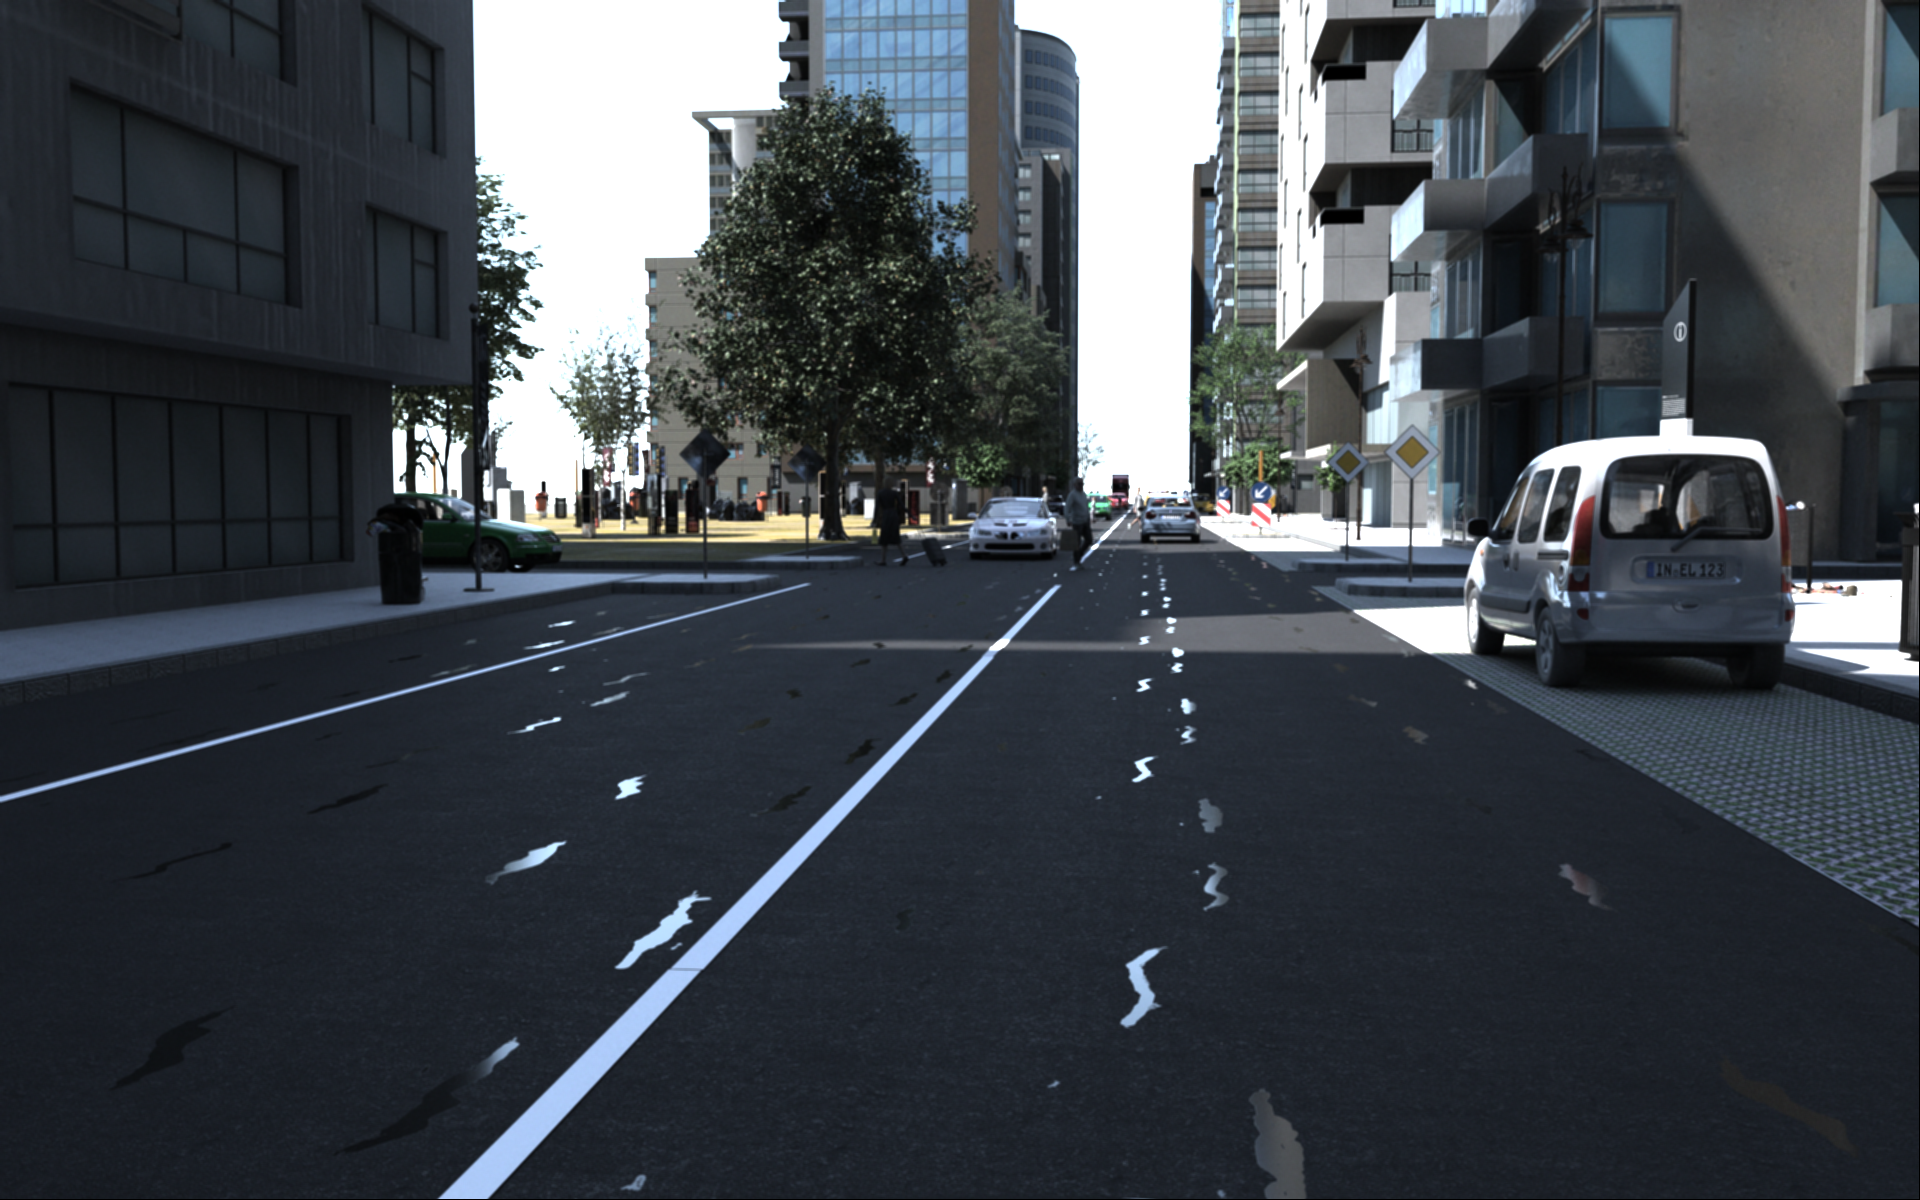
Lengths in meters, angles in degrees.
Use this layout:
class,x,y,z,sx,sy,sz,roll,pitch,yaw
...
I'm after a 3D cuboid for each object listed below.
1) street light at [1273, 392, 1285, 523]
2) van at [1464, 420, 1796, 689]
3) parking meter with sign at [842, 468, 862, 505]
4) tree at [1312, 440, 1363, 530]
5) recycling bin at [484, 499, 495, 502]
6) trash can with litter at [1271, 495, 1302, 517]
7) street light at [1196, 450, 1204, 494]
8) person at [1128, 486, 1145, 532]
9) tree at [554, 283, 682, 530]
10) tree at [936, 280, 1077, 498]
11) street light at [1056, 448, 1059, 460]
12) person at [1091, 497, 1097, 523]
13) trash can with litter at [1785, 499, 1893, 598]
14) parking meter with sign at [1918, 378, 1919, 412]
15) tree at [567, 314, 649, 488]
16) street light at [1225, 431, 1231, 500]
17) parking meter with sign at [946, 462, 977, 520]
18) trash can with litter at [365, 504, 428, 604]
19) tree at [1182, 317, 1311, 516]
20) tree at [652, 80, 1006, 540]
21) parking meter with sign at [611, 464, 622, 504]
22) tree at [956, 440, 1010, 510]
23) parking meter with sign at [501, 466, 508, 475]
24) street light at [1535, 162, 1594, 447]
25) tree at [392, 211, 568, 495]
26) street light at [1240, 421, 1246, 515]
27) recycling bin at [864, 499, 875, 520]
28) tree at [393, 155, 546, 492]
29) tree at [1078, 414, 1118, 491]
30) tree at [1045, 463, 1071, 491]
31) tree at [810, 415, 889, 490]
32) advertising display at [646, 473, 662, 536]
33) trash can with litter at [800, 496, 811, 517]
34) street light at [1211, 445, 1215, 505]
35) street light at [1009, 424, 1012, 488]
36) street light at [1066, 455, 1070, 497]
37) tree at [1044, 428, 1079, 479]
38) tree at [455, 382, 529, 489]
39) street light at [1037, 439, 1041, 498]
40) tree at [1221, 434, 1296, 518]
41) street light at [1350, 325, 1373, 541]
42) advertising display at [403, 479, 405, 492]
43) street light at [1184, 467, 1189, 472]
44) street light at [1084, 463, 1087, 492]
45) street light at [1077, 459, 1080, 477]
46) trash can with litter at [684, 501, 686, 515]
class,x,y,z,sx,sy,sz,roll,pitch,yaw
street light,14.270,-6.398,77.401,0.468,5.910,1.993,0,4,6
van,5.269,-0.432,14.082,2.013,2.044,4.112,0,4,5
parking meter with sign,-6.659,-6.972,110.249,1.738,3.016,0.543,2,4,33
tree,13.433,-4.148,62.417,1.663,3.219,1.824,0,3,0
recycling bin,-26.851,-5.274,98.787,0.722,1.027,0.722,-3,5,-42
trash can with litter,18.581,-5.362,98.734,1.678,1.210,2.233,0,4,7
street light,25.548,-12.876,183.317,0.468,5.910,1.993,0,4,6
person,6.765,-3.469,65.965,0.760,1.731,0.466,1,4,16
tree,-11.877,-6.777,61.162,4.360,8.622,3.978,0,3,0
tree,2.007,-11.986,102.634,9.857,13.997,8.962,0,3,0
street light,9.543,-12.078,170.264,0.468,5.910,1.993,0,4,6
person,6.582,-4.468,85.826,0.394,1.301,0.425,1,4,12
trash can with litter,10.967,-0.689,22.318,1.678,1.210,2.233,-1,4,-14
parking meter with sign,14.244,-1.725,24.462,0.543,3.016,1.738,0,4,1
tree,-15.271,-7.423,71.724,4.737,8.622,4.395,0,3,0
street light,19.165,-9.256,124.120,0.468,5.910,1.993,0,4,6
parking meter with sign,0.012,-5.451,85.385,1.738,3.016,0.543,-3,4,-37
trash can with litter,-6.630,-0.555,20.456,0.624,1.170,1.055,-1,4,-12
tree,16.798,-10.699,100.678,9.928,11.665,9.643,0,3,0
tree,-3.566,-8.026,48.230,9.611,12.733,9.660,0,3,0
parking meter with sign,-19.027,-6.085,95.743,0.543,3.016,1.738,-2,4,-29
tree,1.193,-6.821,95.234,4.285,4.588,4.351,0,3,0
parking meter with sign,-28.331,-6.782,107.146,0.543,3.016,1.738,-1,4,-9
street light,8.521,-3.167,24.572,0.468,5.910,1.993,0,4,6
tree,-12.090,-5.463,39.685,4.737,8.622,4.395,0,3,0
street light,17.381,-8.205,106.938,0.468,5.910,1.993,0,4,6
recycling bin,-4.373,-4.553,86.987,0.722,1.027,0.722,1,4,11
tree,-15.499,-8.066,50.005,7.486,12.596,7.792,0,3,0
tree,19.041,-21.737,265.762,12.009,13.543,11.850,0,3,0
tree,9.872,-12.006,180.007,4.285,4.588,4.351,0,3,0
tree,-4.122,-8.097,82.745,4.360,8.622,3.978,0,3,0
advertising display,-9.535,-2.981,53.958,0.123,1.923,0.974,-2,4,-32
trash can with litter,-8.550,-5.172,95.956,0.624,1.170,1.055,0,4,-1
street light,22.459,-11.061,153.638,0.468,5.910,1.993,0,4,6
street light,3.211,-8.445,110.859,0.468,5.910,1.993,0,4,6
street light,12.015,-13.496,193.441,0.468,5.910,1.993,0,4,6
tree,10.381,-14.386,185.569,4.737,8.622,4.395,0,3,0
tree,-24.829,-8.561,90.334,4.360,8.622,3.978,0,3,0
street light,6.387,-10.254,140.442,0.468,5.910,1.993,0,4,6
tree,16.743,-6.750,94.073,4.285,4.588,4.351,0,3,0
street light,10.976,-4.571,47.521,0.468,5.910,1.993,0,4,6
advertising display,-24.026,-4.305,75.607,0.123,1.923,0.974,-3,5,-44
street light,34.531,-17.922,265.813,0.468,5.910,1.993,0,4,6
street light,18.314,-17.108,252.508,0.468,5.910,1.993,0,4,6
street light,15.262,-15.301,222.964,0.468,5.910,1.993,0,4,6
trash can with litter,-16.454,-5.822,106.573,1.055,1.170,0.624,2,4,29
